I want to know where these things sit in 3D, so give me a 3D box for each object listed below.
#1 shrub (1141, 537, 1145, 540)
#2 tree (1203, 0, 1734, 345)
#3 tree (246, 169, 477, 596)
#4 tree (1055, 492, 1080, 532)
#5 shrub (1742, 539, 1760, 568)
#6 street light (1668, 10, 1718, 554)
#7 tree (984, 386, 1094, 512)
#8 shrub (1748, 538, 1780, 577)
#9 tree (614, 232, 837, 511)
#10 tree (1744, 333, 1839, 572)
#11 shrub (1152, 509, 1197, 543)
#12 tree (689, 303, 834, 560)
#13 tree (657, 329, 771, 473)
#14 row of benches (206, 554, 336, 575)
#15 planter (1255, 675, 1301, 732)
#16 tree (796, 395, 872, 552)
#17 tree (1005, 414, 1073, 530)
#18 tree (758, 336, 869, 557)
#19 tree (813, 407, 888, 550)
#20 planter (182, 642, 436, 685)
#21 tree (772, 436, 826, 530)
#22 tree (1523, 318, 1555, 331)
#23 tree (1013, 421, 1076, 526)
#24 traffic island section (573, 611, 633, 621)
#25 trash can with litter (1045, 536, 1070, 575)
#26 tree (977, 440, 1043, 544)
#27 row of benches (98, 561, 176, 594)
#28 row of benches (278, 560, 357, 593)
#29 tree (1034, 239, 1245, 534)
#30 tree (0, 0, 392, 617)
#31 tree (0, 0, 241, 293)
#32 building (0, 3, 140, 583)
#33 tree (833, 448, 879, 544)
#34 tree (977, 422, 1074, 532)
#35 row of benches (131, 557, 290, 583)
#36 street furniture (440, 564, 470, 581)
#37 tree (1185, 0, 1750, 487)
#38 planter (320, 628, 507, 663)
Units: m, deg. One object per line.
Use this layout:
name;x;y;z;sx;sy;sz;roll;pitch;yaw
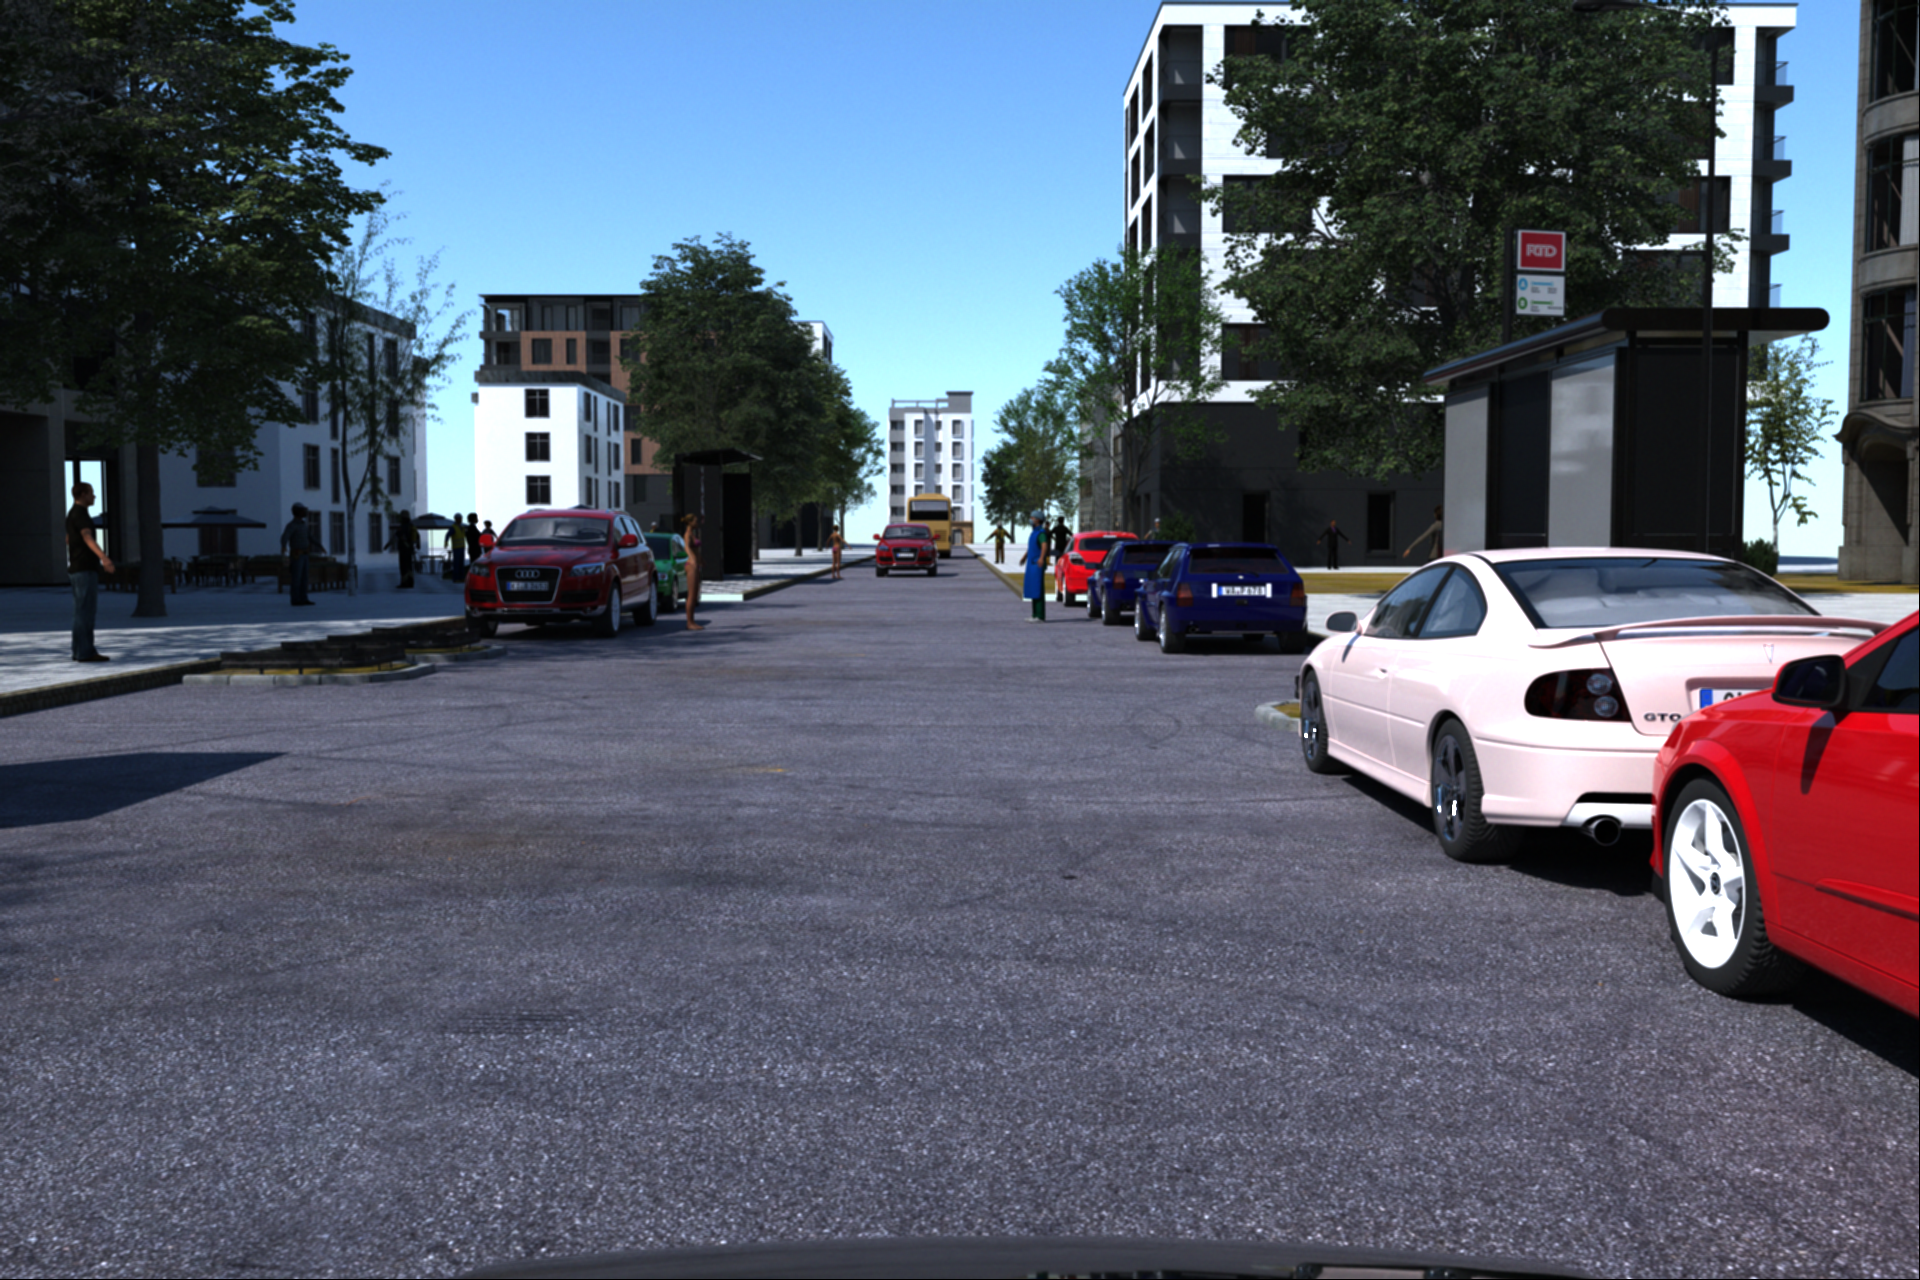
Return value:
shrub;5.590;-2.529;52.468;1.383;1.207;1.383;0;3;0
tree;12.933;-11.620;45.869;12.611;20.169;13.585;0;3;0
tree;-12.865;-5.222;35.738;4.360;8.622;3.978;0;3;0
tree;14.974;-17.415;235.090;4.737;8.622;4.395;0;3;0
shrub;19.167;-1.934;42.733;1.383;1.207;1.383;0;3;0
street light;7.064;-2.604;15.118;1.470;5.913;1.316;0;4;0
tree;5.531;-11.871;119.844;9.928;11.665;9.643;0;3;0
shrub;22.481;-2.293;48.608;1.383;1.207;1.383;0;3;0
tree;-9.707;-10.196;73.354;9.857;13.997;8.962;0;3;0
tree;26.459;-6.476;56.238;4.737;8.622;4.395;0;3;0
shrub;6.921;-3.132;55.250;1.661;2.075;1.752;0;3;0
tree;-10.018;-10.204;84.958;7.486;12.596;7.792;0;3;0
tree;-9.634;-6.895;63.088;4.360;8.622;3.978;0;3;0
row of benches;-21.775;-2.390;54.539;4.104;0.672;1.422;0;4;3
planter;3.300;0.487;13.174;1.991;0.319;1.994;0;3;0
tree;-10.153;-12.292;126.737;9.928;11.665;9.643;0;3;0
tree;5.331;-9.538;106.308;4.360;8.622;3.978;0;3;0
tree;-8.870;-11.056;98.898;7.486;12.596;7.792;0;3;0
tree;-9.435;-13.132;140.470;9.928;11.665;9.643;0;3;0
planter;-6.418;0.226;17.437;1.991;0.319;1.994;0;4;-1
tree;-10.013;-9.557;106.619;4.360;8.622;3.978;0;3;0
tree;19.161;-6.521;56.974;4.360;8.622;3.978;0;3;0
tree;5.247;-9.902;112.255;4.737;8.622;4.395;0;3;0
traffic island section;-6.488;-0.406;29.499;1.991;0.108;1.994;0;4;0
trash can with litter;3.283;-2.609;53.723;1.678;1.210;2.233;0;4;-1
tree;7.179;-19.908;232.151;9.857;13.997;8.962;0;3;0
row of benches;-18.393;-1.413;38.571;1.422;0.672;4.104;-3;5;-41
row of benches;-14.584;-1.461;39.352;1.422;0.672;4.104;0;4;-4
tree;6.165;-8.297;61.415;9.928;11.665;9.643;0;3;0
tree;-12.839;-6.653;26.908;7.486;12.596;7.792;0;3;0
tree;-12.515;-6.441;15.674;12.009;13.543;11.850;0;3;0
building;-31.519;-13.774;28.406;19.350;26.588;34.151;0;4;0
tree;-16.226;-19.740;233.125;12.009;13.543;11.850;0;3;0
tree;5.681;-12.437;137.765;7.601;10.594;8.767;3;4;36
row of benches;-19.539;-1.835;45.467;4.104;0.672;1.422;0;4;-1
street furniture;-11.922;-2.205;51.679;5.734;0.657;10.072;0;4;2
tree;9.426;-7.692;32.415;9.857;13.997;8.962;0;3;0
planter;-6.404;0.057;20.210;1.991;0.319;1.994;0;4;-1
